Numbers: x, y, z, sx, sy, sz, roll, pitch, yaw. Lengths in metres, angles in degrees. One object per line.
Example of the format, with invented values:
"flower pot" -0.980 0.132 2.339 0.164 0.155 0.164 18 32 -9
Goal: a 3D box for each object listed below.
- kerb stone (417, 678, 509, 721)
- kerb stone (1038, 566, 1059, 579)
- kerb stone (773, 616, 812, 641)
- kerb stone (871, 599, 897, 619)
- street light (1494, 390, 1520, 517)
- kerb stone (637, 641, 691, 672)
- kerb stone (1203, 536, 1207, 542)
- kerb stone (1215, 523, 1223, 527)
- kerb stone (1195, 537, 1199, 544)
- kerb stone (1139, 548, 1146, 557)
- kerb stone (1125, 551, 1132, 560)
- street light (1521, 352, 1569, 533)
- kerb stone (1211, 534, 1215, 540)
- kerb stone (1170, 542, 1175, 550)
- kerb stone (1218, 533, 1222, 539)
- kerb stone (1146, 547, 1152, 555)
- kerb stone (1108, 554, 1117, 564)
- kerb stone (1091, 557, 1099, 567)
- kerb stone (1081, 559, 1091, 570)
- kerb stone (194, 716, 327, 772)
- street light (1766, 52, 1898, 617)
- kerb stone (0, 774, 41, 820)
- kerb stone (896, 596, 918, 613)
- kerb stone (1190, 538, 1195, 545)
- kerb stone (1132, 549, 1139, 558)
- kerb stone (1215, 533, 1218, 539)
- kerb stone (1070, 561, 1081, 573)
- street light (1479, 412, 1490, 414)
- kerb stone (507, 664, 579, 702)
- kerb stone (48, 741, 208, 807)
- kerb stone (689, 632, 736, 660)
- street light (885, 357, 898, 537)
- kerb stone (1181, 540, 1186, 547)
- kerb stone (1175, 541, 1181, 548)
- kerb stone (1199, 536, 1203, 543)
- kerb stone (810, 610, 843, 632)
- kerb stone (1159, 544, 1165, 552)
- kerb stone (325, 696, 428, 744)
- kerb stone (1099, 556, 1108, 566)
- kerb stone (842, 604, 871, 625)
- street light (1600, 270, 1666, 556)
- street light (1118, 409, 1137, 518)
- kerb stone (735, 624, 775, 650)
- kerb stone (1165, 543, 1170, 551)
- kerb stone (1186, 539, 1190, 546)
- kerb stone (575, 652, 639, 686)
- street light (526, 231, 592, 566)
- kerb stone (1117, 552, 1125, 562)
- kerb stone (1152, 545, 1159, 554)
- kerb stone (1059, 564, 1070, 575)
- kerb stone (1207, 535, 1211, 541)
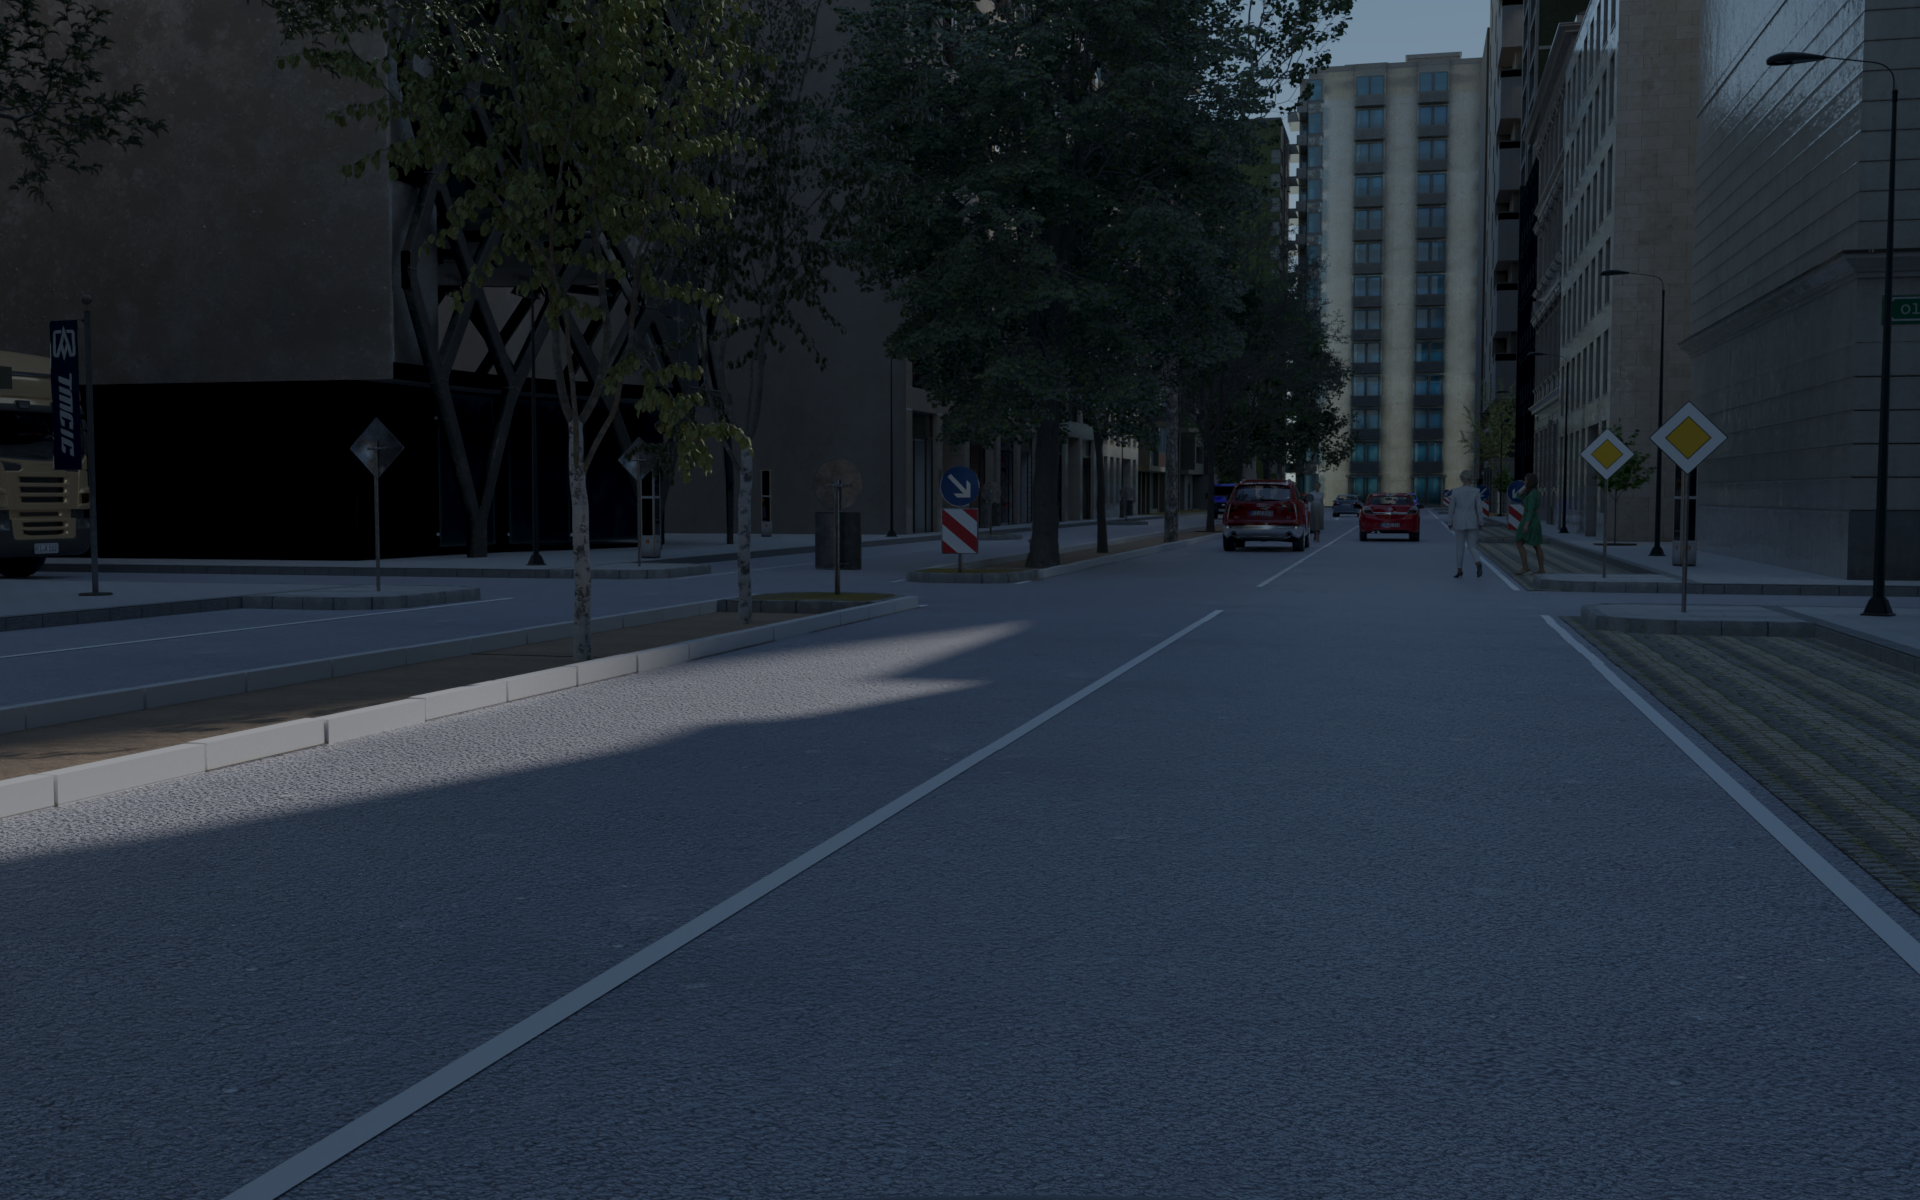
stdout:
"kerb stone" -3.295 0.660 11.406 0.120 0.150 1.000 1 4 15
"kerb stone" 1.495 -0.461 29.795 0.120 0.150 1.000 1 4 15
"kerb stone" -1.738 0.295 17.365 0.120 0.150 1.000 1 4 15
"kerb stone" -0.968 0.116 20.336 0.120 0.150 1.000 1 4 15
"street light" 24.697 -6.429 77.658 1.470 5.913 1.316 1 4 15
"kerb stone" -2.513 0.480 14.394 0.120 0.150 1.000 1 4 15
"kerb stone" 7.175 -1.799 51.617 0.120 0.150 1.000 1 4 15
"kerb stone" 11.345 -3.289 76.000 0.120 0.150 1.000 1 4 15
"kerb stone" 6.656 -1.674 49.625 0.120 0.150 1.000 1 4 15
"kerb stone" 4.076 -1.072 39.724 0.120 0.150 1.000 1 4 15
"kerb stone" 3.559 -0.950 37.736 0.120 0.150 1.000 1 4 15
"street light" 19.255 -5.146 56.682 1.470 5.913 1.316 1 4 15
"kerb stone" 7.689 -1.921 53.600 0.120 0.150 1.000 1 4 15
"kerb stone" 5.364 -1.375 44.677 0.120 0.150 1.000 1 4 15
"kerb stone" 8.212 -2.040 55.587 0.120 0.150 1.000 1 4 15
"kerb stone" 4.332 -1.129 40.714 0.120 0.150 1.000 1 4 15
"kerb stone" 3.039 -0.830 35.758 0.120 0.150 1.000 1 4 15
"kerb stone" 2.519 -0.708 33.775 0.120 0.150 1.000 1 4 15
"kerb stone" 2.277 -0.647 32.778 0.120 0.150 1.000 1 4 15
"kerb stone" -3.813 0.781 9.427 0.120 0.150 1.000 1 4 15
"street light" 9.173 -2.796 18.253 1.470 5.913 1.316 1 4 15
"kerb stone" -4.324 0.905 7.444 0.120 0.150 1.000 1 4 15
"kerb stone" -0.713 0.053 21.325 0.120 0.150 1.000 1 4 15
"kerb stone" 6.405 -1.617 48.633 0.120 0.150 1.000 1 4 15
"kerb stone" 3.817 -1.008 38.725 0.120 0.150 1.000 1 4 15
"kerb stone" 7.953 -1.978 54.597 0.120 0.150 1.000 1 4 15
"kerb stone" 2.018 -0.578 31.789 0.120 0.150 1.000 1 4 15
"street light" 30.188 -7.699 98.422 1.470 5.913 1.316 1 4 15
"kerb stone" -3.036 0.601 12.405 0.120 0.150 1.000 1 4 15
"kerb stone" -4.065 0.846 8.433 0.120 0.150 1.000 1 4 15
"kerb stone" -2.254 0.417 15.383 0.120 0.150 1.000 1 4 15
"street light" -1.530 -4.838 51.637 1.470 5.913 1.316 1 4 15
"kerb stone" 5.886 -1.495 46.656 0.120 0.150 1.000 1 4 15
"kerb stone" 5.630 -1.434 45.665 0.120 0.150 1.000 1 4 15
"kerb stone" 6.911 -1.737 50.625 0.120 0.150 1.000 1 4 15
"kerb stone" -1.488 0.237 18.356 0.120 0.150 1.000 1 4 15
"kerb stone" 4.855 -1.254 42.697 0.120 0.150 1.000 1 4 15
"kerb stone" -3.546 0.728 10.414 0.120 0.150 1.000 1 4 15
"kerb stone" 2.785 -0.767 34.763 0.120 0.150 1.000 1 4 15
"kerb stone" -1.227 0.174 19.344 0.120 0.150 1.000 1 4 15
"street light" 13.931 -3.874 35.875 1.470 5.913 1.316 1 4 15
"street light" 9.271 -7.383 93.252 1.470 5.913 1.316 1 4 15
"kerb stone" -2.005 0.360 16.377 0.120 0.150 1.000 1 4 15
"kerb stone" 5.111 -1.314 43.687 0.120 0.150 1.000 1 4 15
"kerb stone" 6.140 -1.557 47.646 0.120 0.150 1.000 1 4 15
"kerb stone" -2.776 0.538 13.403 0.120 0.150 1.000 1 4 15
"street light" -7.114 -3.569 30.897 1.470 5.913 1.316 1 4 15
"kerb stone" 3.313 -0.887 36.743 0.120 0.150 1.000 1 4 15
"kerb stone" 4.593 -1.193 41.702 0.120 0.150 1.000 1 4 15
"kerb stone" 1.755 -0.526 30.792 0.120 0.150 1.000 1 4 15
"kerb stone" 7.432 -1.855 52.611 0.120 0.150 1.000 1 4 15
